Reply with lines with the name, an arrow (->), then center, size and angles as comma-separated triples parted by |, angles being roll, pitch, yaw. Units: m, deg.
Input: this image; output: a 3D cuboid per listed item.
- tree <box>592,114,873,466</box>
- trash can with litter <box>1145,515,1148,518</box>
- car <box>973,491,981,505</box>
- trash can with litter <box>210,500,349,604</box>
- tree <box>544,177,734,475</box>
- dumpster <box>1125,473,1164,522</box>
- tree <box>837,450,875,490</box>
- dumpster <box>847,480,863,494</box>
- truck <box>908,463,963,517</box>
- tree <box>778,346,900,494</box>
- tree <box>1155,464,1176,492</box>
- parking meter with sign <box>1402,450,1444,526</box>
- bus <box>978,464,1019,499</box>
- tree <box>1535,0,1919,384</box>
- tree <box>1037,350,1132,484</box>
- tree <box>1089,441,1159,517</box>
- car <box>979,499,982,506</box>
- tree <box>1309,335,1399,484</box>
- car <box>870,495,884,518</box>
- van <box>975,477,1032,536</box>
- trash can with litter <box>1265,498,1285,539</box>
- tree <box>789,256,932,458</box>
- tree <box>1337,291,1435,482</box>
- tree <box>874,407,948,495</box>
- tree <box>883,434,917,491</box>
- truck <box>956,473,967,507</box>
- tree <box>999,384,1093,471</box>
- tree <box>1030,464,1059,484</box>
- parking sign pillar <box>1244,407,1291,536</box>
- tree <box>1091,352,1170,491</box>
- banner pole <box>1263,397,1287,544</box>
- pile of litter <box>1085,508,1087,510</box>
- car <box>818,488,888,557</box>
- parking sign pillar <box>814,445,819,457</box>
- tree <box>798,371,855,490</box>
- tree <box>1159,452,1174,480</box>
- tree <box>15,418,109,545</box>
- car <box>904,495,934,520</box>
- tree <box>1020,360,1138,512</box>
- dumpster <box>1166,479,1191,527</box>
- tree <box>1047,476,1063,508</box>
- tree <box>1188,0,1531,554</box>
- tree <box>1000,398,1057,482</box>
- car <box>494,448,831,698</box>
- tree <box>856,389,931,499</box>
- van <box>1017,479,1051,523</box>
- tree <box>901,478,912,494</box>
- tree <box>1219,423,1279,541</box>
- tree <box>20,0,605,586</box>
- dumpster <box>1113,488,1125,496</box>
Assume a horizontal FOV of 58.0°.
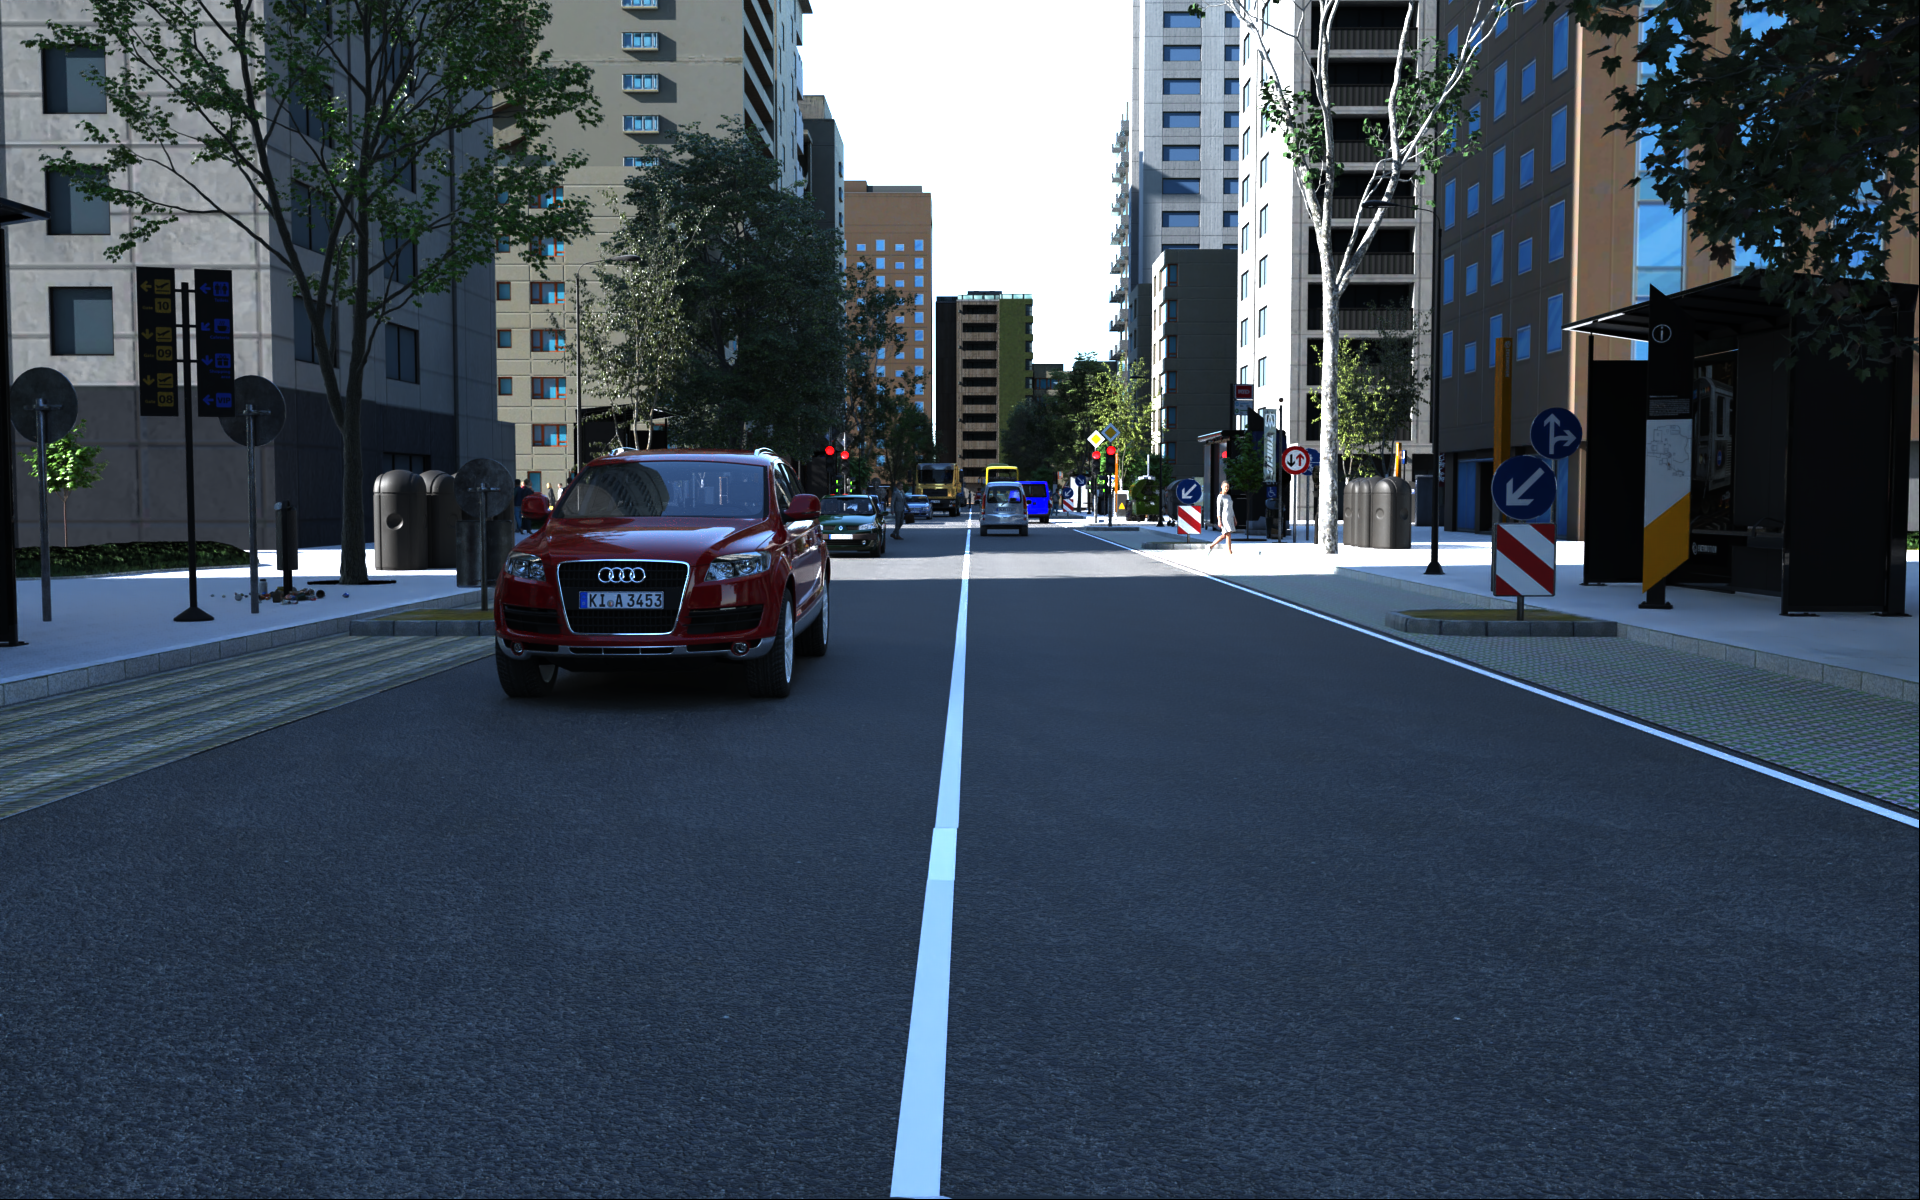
tree -> -7.512, -9.300, 58.717 | 9.857, 13.997, 8.962 | 0, 3, 0
trash can with litter -> 9.929, -4.908, 91.626 | 0.624, 1.170, 1.055 | 1, 4, 14
car -> 2.815, -12.910, 219.754 | 2.281, 1.827, 5.304 | 0, 4, 0
trash can with litter -> -8.332, -0.612, 21.061 | 1.678, 1.210, 2.233 | -1, 4, -16
tree -> -7.559, -5.523, 40.668 | 4.360, 8.622, 3.978 | 0, 3, 0
dumpster -> 8.578, -4.727, 79.780 | 1.502, 2.255, 1.985 | 0, 4, 0
tree -> -7.847, -8.705, 126.040 | 4.285, 4.588, 4.351 | 0, 3, 0
dumpster -> -7.602, -7.304, 121.917 | 1.502, 2.255, 1.985 | 0, 4, 0
truck -> -1.374, -7.041, 111.050 | 3.469, 3.379, 9.791 | 0, 4, 2
tree -> -7.937, -10.738, 109.971 | 8.767, 10.594, 7.601 | 0, 4, 3
tree -> 13.204, -7.188, 112.126 | 1.663, 3.219, 1.824 | 0, 3, 0
parking meter with sign -> 18.444, -4.429, 68.674 | 1.738, 3.016, 0.543 | 0, 4, 4
bus -> 3.105, -9.021, 139.045 | 2.896, 3.916, 12.252 | 0, 4, -1
tree -> 8.486, -5.739, 10.847 | 9.611, 12.733, 9.660 | 0, 3, 0
tree -> 9.762, -13.357, 136.517 | 7.486, 12.596, 7.792 | 0, 3, 0
tree -> 8.835, -6.959, 97.488 | 4.285, 4.588, 4.351 | 0, 3, 0
car -> 2.213, -6.409, 113.588 | 1.959, 1.807, 4.718 | 0, 4, -1
tree -> 17.722, -7.845, 78.626 | 4.737, 8.622, 4.395 | 0, 3, 0
car -> -4.876, -4.741, 89.524 | 2.014, 1.417, 4.499 | 0, 4, 1
van -> 1.517, -3.269, 60.458 | 2.013, 2.044, 4.112 | 0, 4, 1
trash can with litter -> 9.051, -2.323, 49.368 | 0.624, 1.170, 1.055 | 0, 3, 0
tree -> -8.616, -17.406, 140.485 | 12.611, 20.169, 13.585 | 0, 3, 0
tree -> 15.538, -6.913, 63.398 | 4.360, 8.622, 3.978 | 0, 3, 0
tree -> -6.038, -18.815, 224.628 | 9.611, 12.733, 9.660 | 0, 3, 0
tree -> -7.085, -15.127, 197.682 | 4.360, 8.622, 3.978 | 0, 3, 0
truck -> -0.645, -12.568, 195.240 | 2.967, 4.110, 18.799 | 0, 4, 2
tree -> 9.494, -17.325, 193.629 | 12.009, 13.543, 11.850 | 0, 3, 0
tree -> 8.821, -12.235, 183.755 | 4.285, 4.588, 4.351 | 0, 3, 0
parking sign pillar -> 9.599, -4.000, 53.868 | 1.447, 3.967, 1.447 | -1, 4, -17
tree -> 8.688, -8.609, 91.122 | 4.737, 8.622, 4.395 | 0, 3, 0
banner pole -> 8.133, -3.353, 44.846 | 0.863, 3.779, 0.401 | -3, 4, -36
pile of litter -> 9.800, -7.835, 142.061 | 1.176, 0.858, 1.719 | -2, 4, -34
car -> -2.659, -1.885, 40.608 | 2.009, 1.686, 4.222 | 0, 3, 0
parking sign pillar -> -8.111, -6.545, 95.486 | 1.447, 3.967, 1.447 | -3, 5, -40
tree -> -7.948, -9.322, 102.772 | 4.360, 8.622, 3.978 | 0, 3, 0
tree -> 12.605, -8.074, 115.718 | 4.285, 4.588, 4.351 | 0, 3, 0
tree -> -18.989, -2.581, 36.793 | 1.663, 3.219, 1.824 | 0, 3, 0
car -> -2.486, -5.282, 98.362 | 2.014, 1.417, 4.499 | 0, 4, 1
tree -> 8.288, -11.443, 121.509 | 8.767, 10.594, 7.601 | 1, 4, 8
dumpster -> 8.832, -3.824, 68.275 | 1.264, 1.857, 1.865 | 0, 4, 0
tree -> 9.032, -10.473, 165.840 | 1.663, 3.219, 1.824 | 0, 3, 0
tree -> 9.039, -10.995, 35.659 | 12.611, 20.169, 13.585 | 0, 3, 0
tree -> 9.531, -19.649, 227.915 | 9.857, 13.997, 8.962 | 0, 3, 0
car -> -2.197, -0.319, 13.885 | 2.281, 1.827, 5.304 | 0, 4, 0
tree -> -6.634, -15.007, 171.116 | 9.928, 11.665, 9.643 | 0, 3, 0
van -> 3.388, -4.993, 86.015 | 2.240, 2.365, 5.245 | 0, 4, -1
tree -> -6.986, -13.347, 212.821 | 1.663, 3.219, 1.824 | 0, 3, 0
tree -> 7.834, -3.235, 47.486 | 1.663, 3.219, 1.824 | 0, 3, 0
tree -> -8.727, -6.020, 24.186 | 9.928, 11.665, 9.643 | 0, 3, 0
dumpster -> 9.909, -6.115, 102.479 | 1.502, 2.255, 1.985 | 0, 4, 0
